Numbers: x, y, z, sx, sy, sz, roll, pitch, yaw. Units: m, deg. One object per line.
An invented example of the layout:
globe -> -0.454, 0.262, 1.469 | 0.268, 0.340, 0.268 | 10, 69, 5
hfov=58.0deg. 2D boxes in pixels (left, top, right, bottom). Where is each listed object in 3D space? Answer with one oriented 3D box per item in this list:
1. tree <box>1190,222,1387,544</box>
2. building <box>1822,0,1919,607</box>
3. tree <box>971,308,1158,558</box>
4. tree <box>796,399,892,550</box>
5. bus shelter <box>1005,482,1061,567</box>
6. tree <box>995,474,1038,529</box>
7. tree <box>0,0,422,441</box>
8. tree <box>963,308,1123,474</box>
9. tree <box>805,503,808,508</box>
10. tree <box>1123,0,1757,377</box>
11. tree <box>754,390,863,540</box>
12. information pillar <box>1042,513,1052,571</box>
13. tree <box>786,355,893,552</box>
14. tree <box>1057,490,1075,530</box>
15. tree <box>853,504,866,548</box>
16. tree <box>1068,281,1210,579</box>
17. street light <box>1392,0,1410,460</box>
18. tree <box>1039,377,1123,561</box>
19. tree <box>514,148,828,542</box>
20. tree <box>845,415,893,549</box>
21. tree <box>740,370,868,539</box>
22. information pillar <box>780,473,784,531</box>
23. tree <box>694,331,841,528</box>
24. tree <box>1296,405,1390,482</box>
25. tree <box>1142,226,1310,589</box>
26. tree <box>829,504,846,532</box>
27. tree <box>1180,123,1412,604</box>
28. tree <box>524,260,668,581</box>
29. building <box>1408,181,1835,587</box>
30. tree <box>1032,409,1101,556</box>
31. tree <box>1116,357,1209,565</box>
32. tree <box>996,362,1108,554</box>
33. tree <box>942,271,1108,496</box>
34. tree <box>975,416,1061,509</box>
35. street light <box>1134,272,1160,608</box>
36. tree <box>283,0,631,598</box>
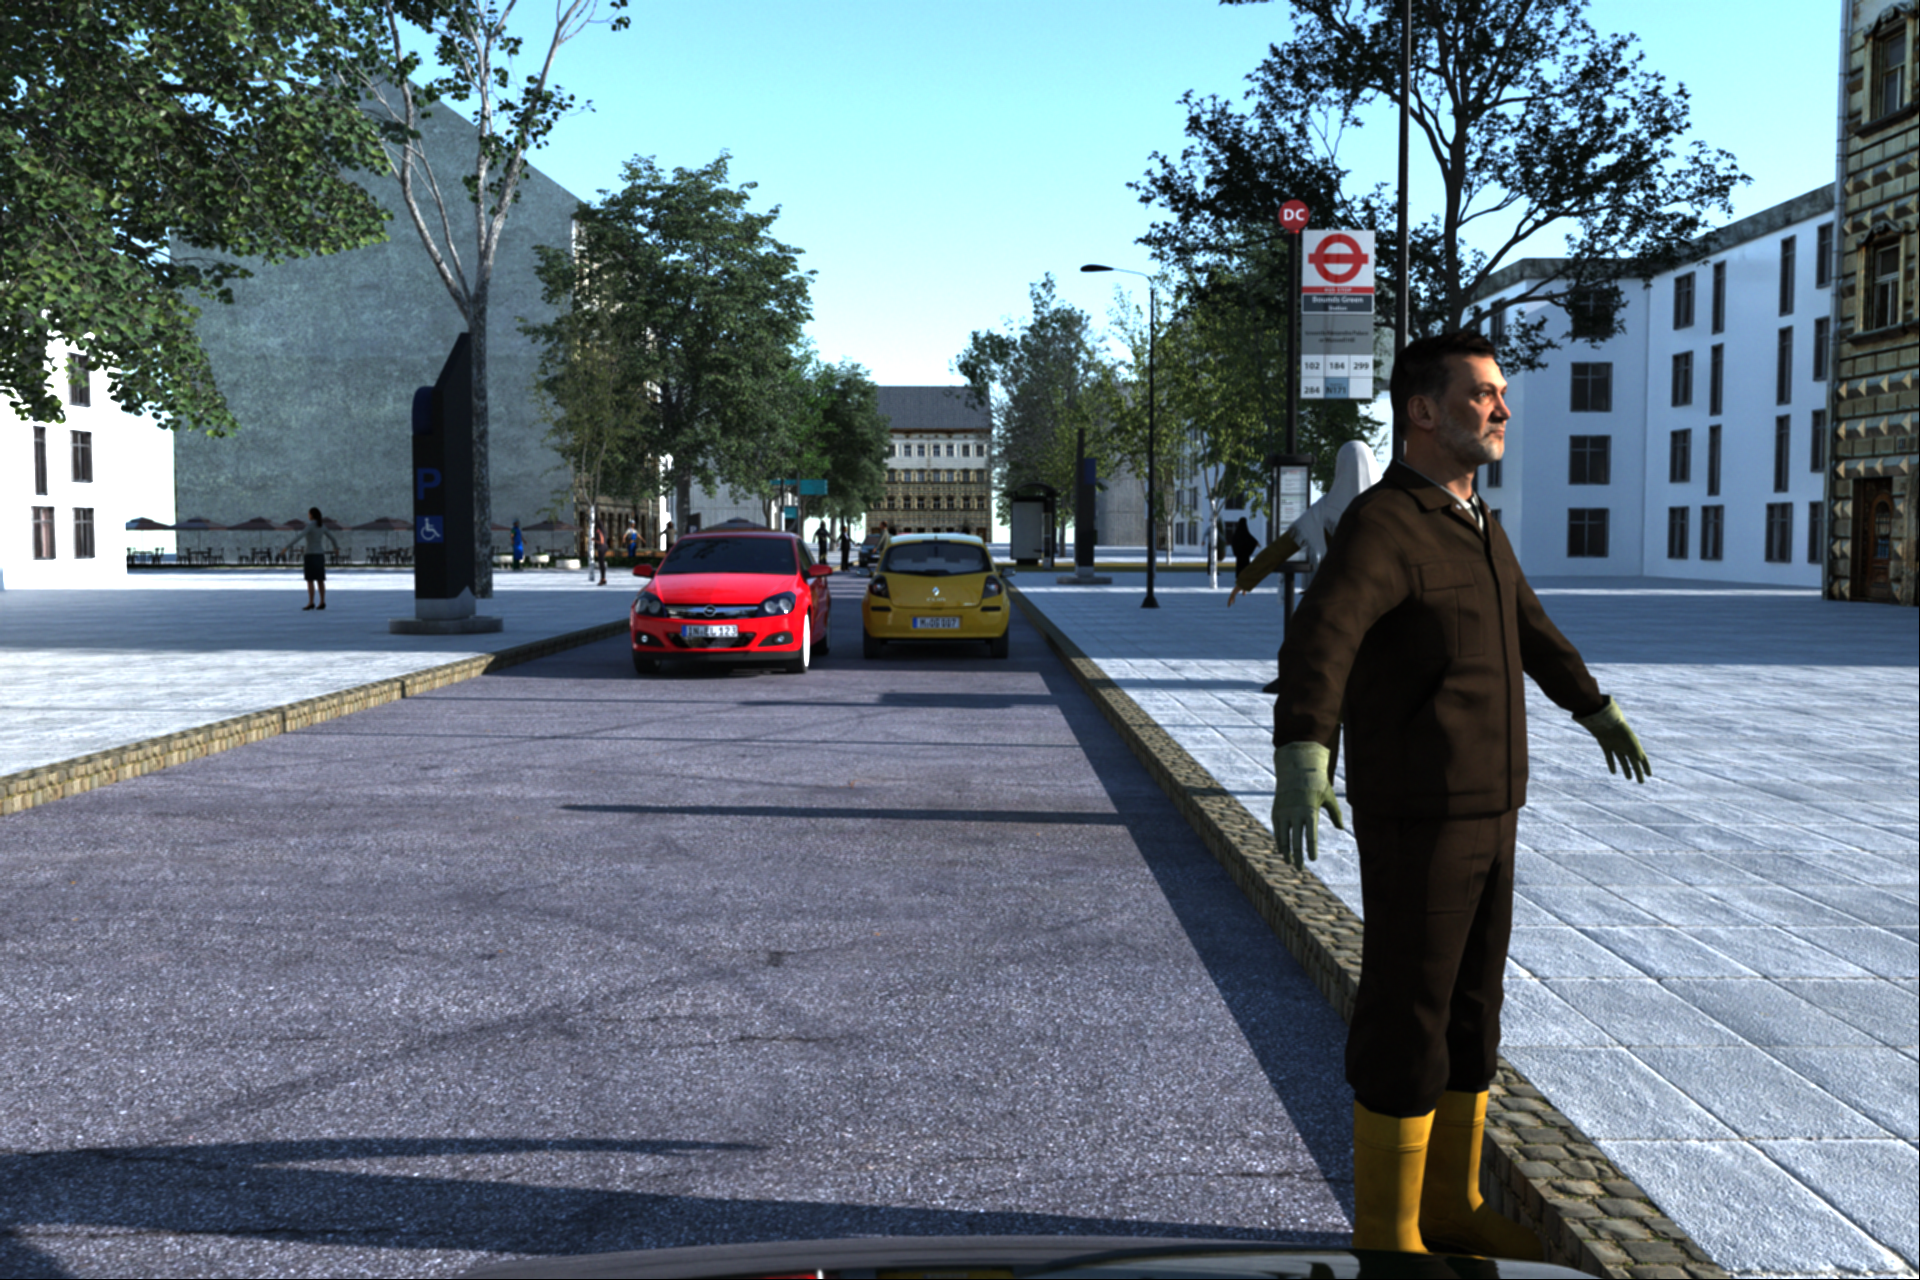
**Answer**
tree -> 11.282, -8.689, 60.199 | 7.486, 12.596, 7.792 | 0, 3, 0
building -> 26.083, -11.811, 24.038 | 19.493, 23.208, 18.063 | 0, 4, 0
tree -> 5.683, -11.188, 93.288 | 12.009, 13.543, 11.850 | 0, 3, 0
tree -> -9.283, -13.327, 136.029 | 7.486, 12.596, 7.792 | 0, 3, 0
bus shelter -> 2.894, -4.638, 69.757 | 2.014, 3.302, 5.546 | 0, 4, 0
tree -> 8.901, -20.651, 255.773 | 7.486, 12.596, 7.792 | 0, 3, 0
tree -> -9.461, -6.675, 15.795 | 9.857, 13.997, 8.962 | 0, 3, 0
tree -> 6.864, -17.642, 144.342 | 12.611, 20.169, 13.585 | 0, 3, 0
tree -> -25.744, -21.118, 251.941 | 9.857, 13.997, 8.962 | 0, 3, 0
tree -> 5.449, -5.266, 20.519 | 7.601, 10.594, 8.767 | -1, 4, -17
tree -> -9.617, -10.647, 108.487 | 7.601, 10.594, 8.767 | -1, 4, -16
information pillar -> 3.063, -3.456, 60.998 | 0.304, 2.012, 0.304 | 0, 4, -2
tree -> -9.221, -13.358, 125.061 | 9.857, 13.997, 8.962 | 0, 3, 0
tree -> 17.139, -20.350, 250.849 | 7.486, 12.596, 7.792 | 0, 3, 0
tree -> -9.336, -12.673, 157.562 | 4.360, 8.622, 3.978 | 0, 3, 0
tree -> 5.363, -6.074, 49.680 | 4.737, 8.622, 4.395 | 0, 3, 0
street light -> 3.404, -2.365, 11.209 | 1.470, 5.913, 1.316 | 0, 3, 0
tree -> 5.581, -8.069, 82.294 | 4.737, 8.622, 4.395 | 0, 3, 0
tree -> -9.210, -9.174, 56.648 | 9.857, 13.997, 8.962 | 0, 3, 0
tree -> -9.394, -13.456, 145.768 | 9.928, 11.665, 9.643 | 0, 3, 0
tree -> -9.254, -10.077, 99.168 | 8.767, 10.594, 7.601 | 0, 4, 5
information pillar -> -6.757, -4.563, 65.967 | 0.183, 3.616, 0.504 | 0, 4, 1
tree -> -9.821, -9.937, 88.224 | 9.928, 11.665, 9.643 | 0, 3, 0
tree -> 16.200, -7.612, 74.815 | 4.737, 8.622, 4.395 | 0, 3, 0
tree -> 6.053, -5.494, 40.196 | 4.737, 8.622, 4.395 | 0, 3, 0
tree -> -16.802, -18.490, 252.672 | 4.360, 8.622, 3.978 | 0, 3, 0
tree -> 5.892, -4.970, 31.619 | 4.360, 8.622, 3.978 | 0, 3, 0
tree -> -10.059, -5.894, 46.735 | 4.360, 8.622, 3.978 | 0, 3, 0
building -> 21.626, -6.774, 52.901 | 9.099, 9.664, 28.070 | 0, 4, 0
tree -> 6.098, -9.361, 103.406 | 4.737, 8.622, 4.395 | 0, 3, 0
tree -> 8.726, -7.410, 71.523 | 4.360, 8.622, 3.978 | 0, 3, 0
tree -> 6.146, -11.938, 113.309 | 7.486, 12.596, 7.792 | 0, 3, 0
tree -> 5.090, -16.617, 127.584 | 12.611, 20.169, 13.585 | 0, 3, 0
tree -> 6.396, -15.374, 161.742 | 12.009, 13.543, 11.850 | 0, 3, 0
street light -> 3.853, -3.513, 29.985 | 1.470, 5.913, 1.316 | 0, 4, 0
tree -> -11.023, -10.923, 34.487 | 12.611, 20.169, 13.585 | 0, 3, 0
